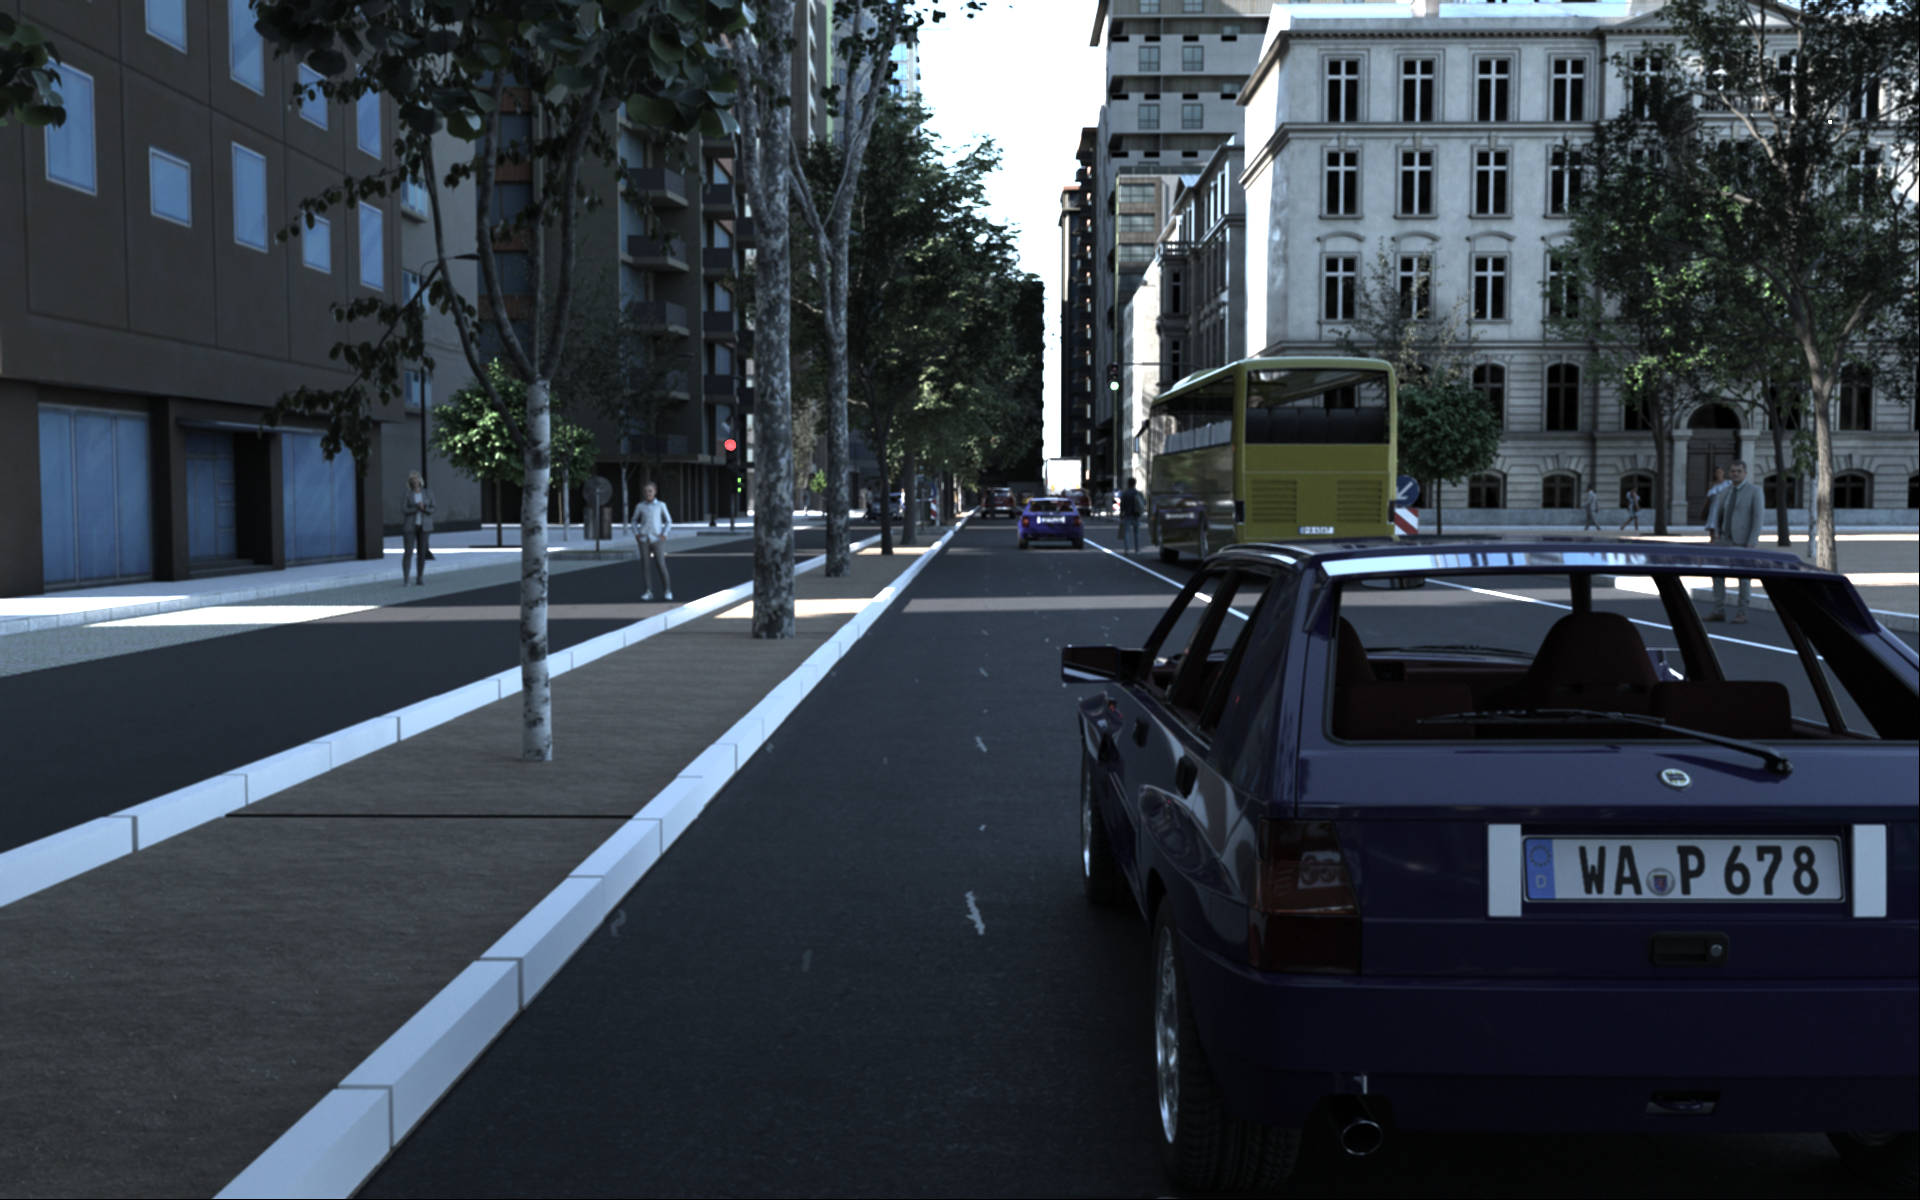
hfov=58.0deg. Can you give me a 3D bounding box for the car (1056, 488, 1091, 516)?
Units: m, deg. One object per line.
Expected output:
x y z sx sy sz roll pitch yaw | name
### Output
7.389 -6.352 112.533 2.281 1.827 5.304 0 4 1 | car

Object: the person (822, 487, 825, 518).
-7.527 -5.443 97.595 0.850 1.850 0.679 0 4 5 | person

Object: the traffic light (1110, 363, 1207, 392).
7.540 -5.217 59.959 4.771 5.953 1.251 0 4 1 | traffic light

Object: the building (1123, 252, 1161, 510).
18.568 -17.120 134.657 10.420 20.320 16.860 0 4 1 | building

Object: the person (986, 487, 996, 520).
1.729 -5.443 97.670 0.590 1.801 0.661 0 4 -7 | person

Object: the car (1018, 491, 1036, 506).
8.315 -12.597 214.627 2.281 1.827 5.304 0 4 -1 | car

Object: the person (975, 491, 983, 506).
2.404 -12.294 209.466 1.348 1.831 0.705 -1 4 -18 | person

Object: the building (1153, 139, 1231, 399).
19.535 -17.691 108.339 14.460 24.649 34.723 0 4 1 | building

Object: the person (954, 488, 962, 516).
-0.225 -6.344 112.135 0.656 1.842 0.836 3 5 44 | person

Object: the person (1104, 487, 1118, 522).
7.781 -4.928 89.429 0.716 1.782 0.532 1 4 8 | person

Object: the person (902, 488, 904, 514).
-3.918 -7.085 124.187 0.795 1.843 0.661 -2 4 -25 | person

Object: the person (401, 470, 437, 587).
-8.397 -1.114 26.897 0.537 1.800 0.526 -1 4 -20 | person

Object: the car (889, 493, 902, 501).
-6.006 -9.302 161.674 1.945 1.707 3.694 0 4 0 | car

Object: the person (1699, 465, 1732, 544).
13.823 -1.556 31.580 0.778 1.811 0.616 -3 4 -38 | person

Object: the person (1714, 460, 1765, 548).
8.660 -0.657 19.341 0.391 1.810 0.635 -3 4 -36 | person

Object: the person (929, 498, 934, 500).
-1.983 -6.942 122.262 0.793 1.790 0.793 3 4 36 | person

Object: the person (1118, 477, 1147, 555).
3.993 -1.971 40.715 0.794 1.824 0.713 1 4 17 | person

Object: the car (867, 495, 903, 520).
-4.175 -5.178 96.658 2.014 1.417 4.499 0 4 2 | car

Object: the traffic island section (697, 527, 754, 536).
-7.965 -2.337 60.489 2.009 0.180 2.903 0 4 1 | traffic island section

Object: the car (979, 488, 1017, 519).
2.245 -5.736 102.464 2.281 1.827 5.304 0 4 0 | car

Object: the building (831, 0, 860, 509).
-19.494 -43.701 152.761 20.563 71.187 20.611 0 4 1 | building

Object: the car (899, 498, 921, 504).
-3.549 -7.377 130.202 1.945 1.707 3.694 0 4 3 | car

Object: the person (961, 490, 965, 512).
0.035 -7.909 138.555 0.760 1.731 0.466 -1 4 -16 | person

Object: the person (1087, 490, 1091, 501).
10.316 -8.006 139.583 0.526 1.800 0.537 -1 4 -13 | person

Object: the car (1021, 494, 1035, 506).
8.261 -12.081 207.747 2.015 1.641 3.980 0 4 2 | car

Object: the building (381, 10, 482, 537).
-27.614 -26.035 49.366 21.600 48.544 21.300 0 4 1 | building

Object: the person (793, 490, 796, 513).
-11.190 -6.689 115.179 0.659 1.850 0.755 -1 4 -13 | person

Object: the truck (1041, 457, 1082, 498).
8.023 -9.048 136.848 2.839 4.237 11.283 0 4 1 | truck

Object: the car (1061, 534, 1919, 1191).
1.284 0.469 4.910 1.945 1.354 3.894 0 4 0 | car

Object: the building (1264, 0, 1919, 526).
30.060 -15.586 73.919 34.723 24.649 14.460 0 4 1 | building

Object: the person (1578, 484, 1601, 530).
23.168 -3.351 63.567 0.850 1.792 0.678 3 4 36 | person

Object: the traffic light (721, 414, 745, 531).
-7.925 -4.369 60.353 0.839 4.253 0.868 0 4 1 | traffic light

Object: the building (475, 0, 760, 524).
-21.646 -26.475 87.491 22.147 44.769 28.867 0 4 1 | building

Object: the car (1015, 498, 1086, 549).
2.433 -2.074 46.493 1.945 1.354 3.894 0 4 3 | car

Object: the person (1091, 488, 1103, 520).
7.534 -5.296 95.360 0.520 1.790 0.573 -3 5 -45 | person

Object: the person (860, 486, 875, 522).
-4.687 -4.868 87.946 0.795 1.843 0.661 0 4 -1 | person

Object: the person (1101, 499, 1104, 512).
11.395 -7.750 139.482 0.475 1.303 0.640 -2 4 -30 | person

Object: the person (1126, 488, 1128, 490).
9.379 -5.370 96.531 0.478 1.798 0.641 -3 4 -37 | person

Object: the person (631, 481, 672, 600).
-4.201 -0.810 23.555 0.589 1.601 0.330 1 4 10 | person

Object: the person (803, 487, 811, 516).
-8.932 -5.744 100.964 0.512 1.701 0.522 3 5 42 | person

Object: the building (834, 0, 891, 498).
-18.482 -38.897 177.958 21.231 58.520 28.212 0 4 1 | building

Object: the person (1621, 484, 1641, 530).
24.814 -3.381 63.876 0.778 1.811 0.616 0 4 2 | person

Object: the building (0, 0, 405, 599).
-18.140 -23.022 26.529 14.600 45.320 14.200 0 4 1 | building

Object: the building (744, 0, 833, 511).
-17.313 -27.463 132.618 14.154 41.232 14.086 0 4 1 | building

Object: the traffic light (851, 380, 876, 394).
-5.693 -5.729 68.336 4.771 5.953 1.251 0 4 1 | traffic light
